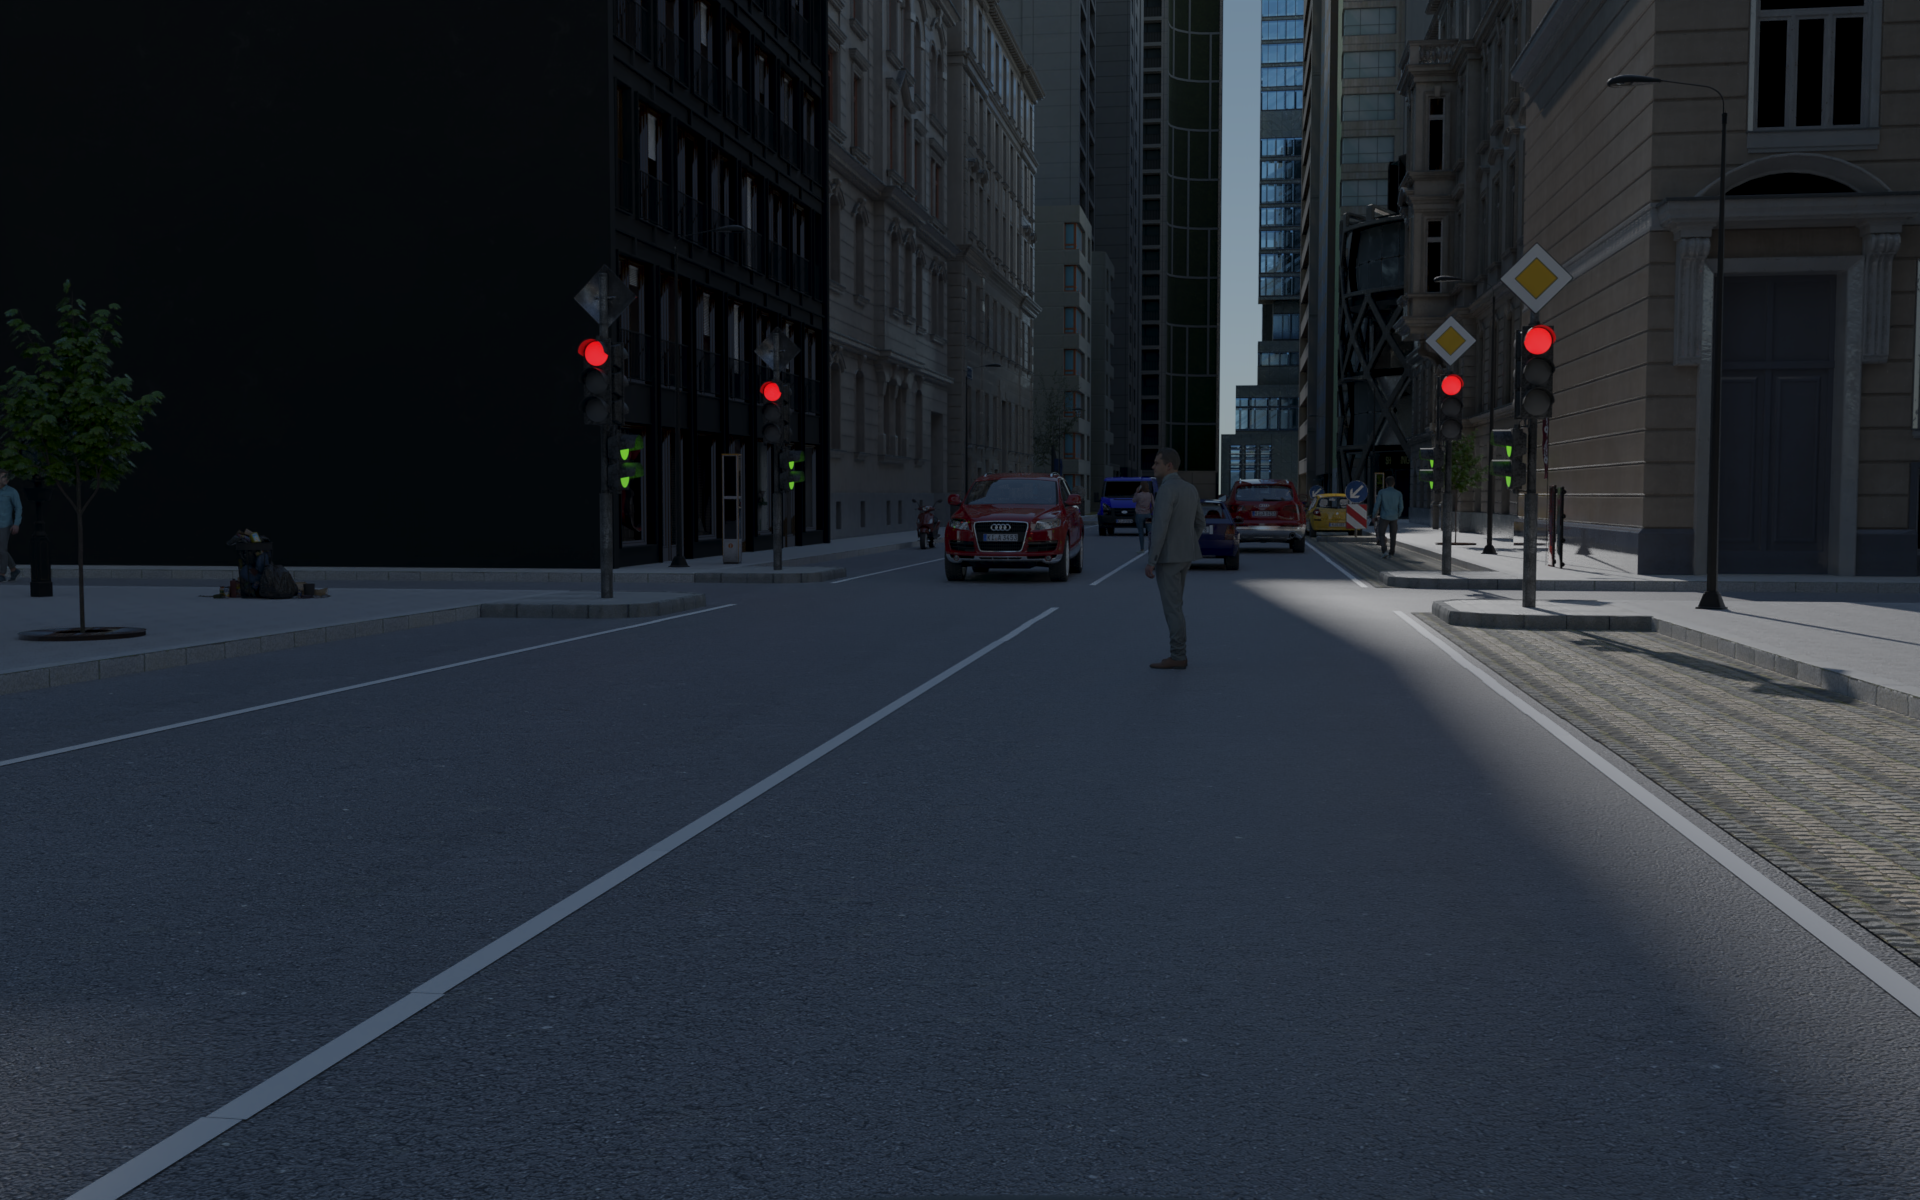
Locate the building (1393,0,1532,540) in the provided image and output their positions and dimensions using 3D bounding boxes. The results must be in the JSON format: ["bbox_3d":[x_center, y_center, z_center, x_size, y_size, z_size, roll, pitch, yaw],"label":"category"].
[{"bbox_3d":[22.713,-14.748,60.222,14.460,24.649,34.723,1,4,9],"label":"building"}]

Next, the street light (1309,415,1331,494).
[{"bbox_3d":[21.077,-7.880,101.377,1.470,5.913,1.316,1,4,9],"label":"street light"}]

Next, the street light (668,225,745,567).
[{"bbox_3d":[-4.403,-3.524,30.166,1.470,5.913,1.316,1,4,9],"label":"street light"}]

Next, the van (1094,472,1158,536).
[{"bbox_3d":[5.989,-3.466,61.058,2.240,2.365,5.245,1,4,10],"label":"van"}]

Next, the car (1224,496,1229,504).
[{"bbox_3d":[16.906,-5.724,106.168,1.945,1.354,3.894,1,4,9],"label":"car"}]

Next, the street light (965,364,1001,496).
[{"bbox_3d":[0.766,-5.463,61.856,1.470,5.913,1.316,1,4,9],"label":"street light"}]

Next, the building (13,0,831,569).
[{"bbox_3d":[-10.710,-12.720,37.644,12.332,23.373,15.834,1,4,9],"label":"building"}]

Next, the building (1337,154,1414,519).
[{"bbox_3d":[28.578,-13.718,91.739,16.820,18.784,16.811,1,4,9],"label":"building"}]

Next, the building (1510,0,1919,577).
[{"bbox_3d":[21.345,-15.003,31.202,20.117,28.700,13.634,1,4,9],"label":"building"}]

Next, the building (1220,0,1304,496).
[{"bbox_3d":[45.075,-53.789,192.113,31.000,86.520,22.319,1,4,9],"label":"building"}]

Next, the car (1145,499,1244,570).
[{"bbox_3d":[4.600,-1.312,34.040,1.945,1.354,3.894,0,4,8],"label":"car"}]

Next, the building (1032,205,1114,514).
[{"bbox_3d":[-4.206,-16.832,120.245,27.650,21.520,28.899,1,4,9],"label":"building"}]

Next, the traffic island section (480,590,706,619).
[{"bbox_3d":[-4.377,0.054,21.393,2.009,0.180,2.903,1,4,9],"label":"traffic island section"}]

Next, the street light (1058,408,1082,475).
[{"bbox_3d":[5.900,-7.401,93.552,1.470,5.913,1.316,1,4,9],"label":"street light"}]

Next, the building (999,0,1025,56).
[{"bbox_3d":[6.903,-44.617,167.746,20.611,71.187,20.563,1,4,9],"label":"building"}]

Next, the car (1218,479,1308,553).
[{"bbox_3d":[7.684,-2.157,43.944,2.281,1.827,5.304,1,4,9],"label":"car"}]

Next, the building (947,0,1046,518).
[{"bbox_3d":[-3.514,-17.372,81.296,12.463,27.353,25.104,1,4,9],"label":"building"}]

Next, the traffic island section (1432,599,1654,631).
[{"bbox_3d":[6.472,0.162,19.636,2.009,0.180,2.903,1,4,9],"label":"traffic island section"}]

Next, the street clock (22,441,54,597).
[{"bbox_3d":[-11.473,-1.040,21.577,0.471,2.002,0.358,2,4,34],"label":"street clock"}]

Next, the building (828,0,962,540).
[{"bbox_3d":[-8.294,-16.509,57.306,14.401,28.519,23.554,1,4,9],"label":"building"}]

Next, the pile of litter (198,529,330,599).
[{"bbox_3d":[-8.664,-0.466,21.591,1.719,0.858,1.176,2,4,32],"label":"pile of litter"}]

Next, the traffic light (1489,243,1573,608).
[{"bbox_3d":[6.434,-1.872,19.528,0.839,4.253,0.868,1,4,9],"label":"traffic light"}]

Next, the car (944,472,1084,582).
[{"bbox_3d":[1.015,-1.311,30.111,2.281,1.827,5.304,1,4,8],"label":"car"}]

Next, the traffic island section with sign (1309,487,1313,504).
[{"bbox_3d":[16.027,-4.275,78.530,1.989,1.847,2.006,1,4,9],"label":"traffic island section with sign"}]

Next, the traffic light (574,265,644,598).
[{"bbox_3d":[-4.339,-1.977,21.252,0.839,4.253,0.868,1,4,9],"label":"traffic light"}]

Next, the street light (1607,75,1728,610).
[{"bbox_3d":[7.872,-2.859,19.284,1.470,5.913,1.316,1,4,9],"label":"street light"}]

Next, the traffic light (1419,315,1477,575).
[{"bbox_3d":[7.712,-2.354,27.411,0.839,4.253,0.868,1,4,9],"label":"traffic light"}]

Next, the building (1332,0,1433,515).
[{"bbox_3d":[30.898,-26.058,109.647,14.154,41.232,14.086,1,4,9],"label":"building"}]

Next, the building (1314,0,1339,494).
[{"bbox_3d":[33.072,-28.985,124.009,14.600,45.320,14.200,1,4,9],"label":"building"}]

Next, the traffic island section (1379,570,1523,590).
[{"bbox_3d":[7.750,-0.320,27.519,2.009,0.180,2.903,1,4,9],"label":"traffic island section"}]

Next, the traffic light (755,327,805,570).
[{"bbox_3d":[-3.062,-2.460,29.134,0.839,4.253,0.868,1,4,9],"label":"traffic light"}]

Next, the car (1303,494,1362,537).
[{"bbox_3d":[12.496,-2.928,58.096,2.015,1.641,3.980,0,4,8],"label":"car"}]

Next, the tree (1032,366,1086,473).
[{"bbox_3d":[4.986,-9.075,98.739,4.360,8.622,3.978,0,3,0],"label":"tree"}]

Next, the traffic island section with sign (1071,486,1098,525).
[{"bbox_3d":[5.534,-4.394,80.469,1.989,1.847,2.006,1,4,9],"label":"traffic island section with sign"}]

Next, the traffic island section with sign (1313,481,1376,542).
[{"bbox_3d":[11.722,-2.648,51.919,1.989,1.847,2.006,1,4,9],"label":"traffic island section with sign"}]

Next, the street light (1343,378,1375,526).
[{"bbox_3d":[16.011,-5.920,69.338,1.470,5.913,1.316,1,4,9],"label":"street light"}]

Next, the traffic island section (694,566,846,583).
[{"bbox_3d":[-3.100,-0.428,29.275,2.009,0.180,2.903,1,4,9],"label":"traffic island section"}]

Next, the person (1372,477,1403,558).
[{"bbox_3d":[9.511,-1.832,38.467,0.660,1.820,0.620,0,4,-2],"label":"person"}]

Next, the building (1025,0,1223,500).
[{"bbox_3d":[19.125,-46.338,195.880,20.611,71.187,20.563,1,4,9],"label":"building"}]

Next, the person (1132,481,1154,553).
[{"bbox_3d":[4.508,-1.996,41.720,0.593,1.750,0.643,-1,4,-21],"label":"person"}]

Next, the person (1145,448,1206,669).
[{"bbox_3d":[1.755,-0.345,14.242,0.391,1.810,0.635,2,4,26],"label":"person"}]

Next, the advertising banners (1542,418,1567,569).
[{"bbox_3d":[10.452,-2.100,30.517,0.090,3.025,2.074,1,4,9],"label":"advertising banners"}]

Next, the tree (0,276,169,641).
[{"bbox_3d":[-7.944,-1.285,15.604,1.663,3.219,1.824,0,3,0],"label":"tree"}]

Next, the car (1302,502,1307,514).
[{"bbox_3d":[20.087,-5.654,105.024,1.945,1.354,3.894,1,4,9],"label":"car"}]

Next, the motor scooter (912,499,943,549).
[{"bbox_3d":[-0.839,-2.005,45.566,0.815,1.314,1.986,0,4,8],"label":"motor scooter"}]

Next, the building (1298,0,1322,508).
[{"bbox_3d":[43.176,-32.946,162.373,21.300,48.544,21.600,1,4,9],"label":"building"}]

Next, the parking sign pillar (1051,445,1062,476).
[{"bbox_3d":[5.310,-6.527,95.186,1.447,3.967,1.447,1,4,12],"label":"parking sign pillar"}]

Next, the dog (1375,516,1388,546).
[{"bbox_3d":[11.585,-1.907,48.016,0.513,0.831,0.800,3,5,41],"label":"dog"}]

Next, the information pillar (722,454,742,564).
[{"bbox_3d":[-4.185,-1.670,31.793,0.304,2.012,0.304,0,4,4],"label":"information pillar"}]

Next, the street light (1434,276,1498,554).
[{"bbox_3d":[10.791,-3.941,36.973,1.470,5.913,1.316,1,4,9],"label":"street light"}]

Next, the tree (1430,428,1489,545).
[{"bbox_3d":[12.654,-3.001,43.674,1.663,3.219,1.824,0,3,0],"label":"tree"}]

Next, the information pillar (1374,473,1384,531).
[{"bbox_3d":[14.545,-3.402,60.116,0.304,2.012,0.304,1,4,11],"label":"information pillar"}]

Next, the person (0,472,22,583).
[{"bbox_3d":[-15.447,-1.204,28.055,0.638,1.841,0.748,1,4,18],"label":"person"}]
